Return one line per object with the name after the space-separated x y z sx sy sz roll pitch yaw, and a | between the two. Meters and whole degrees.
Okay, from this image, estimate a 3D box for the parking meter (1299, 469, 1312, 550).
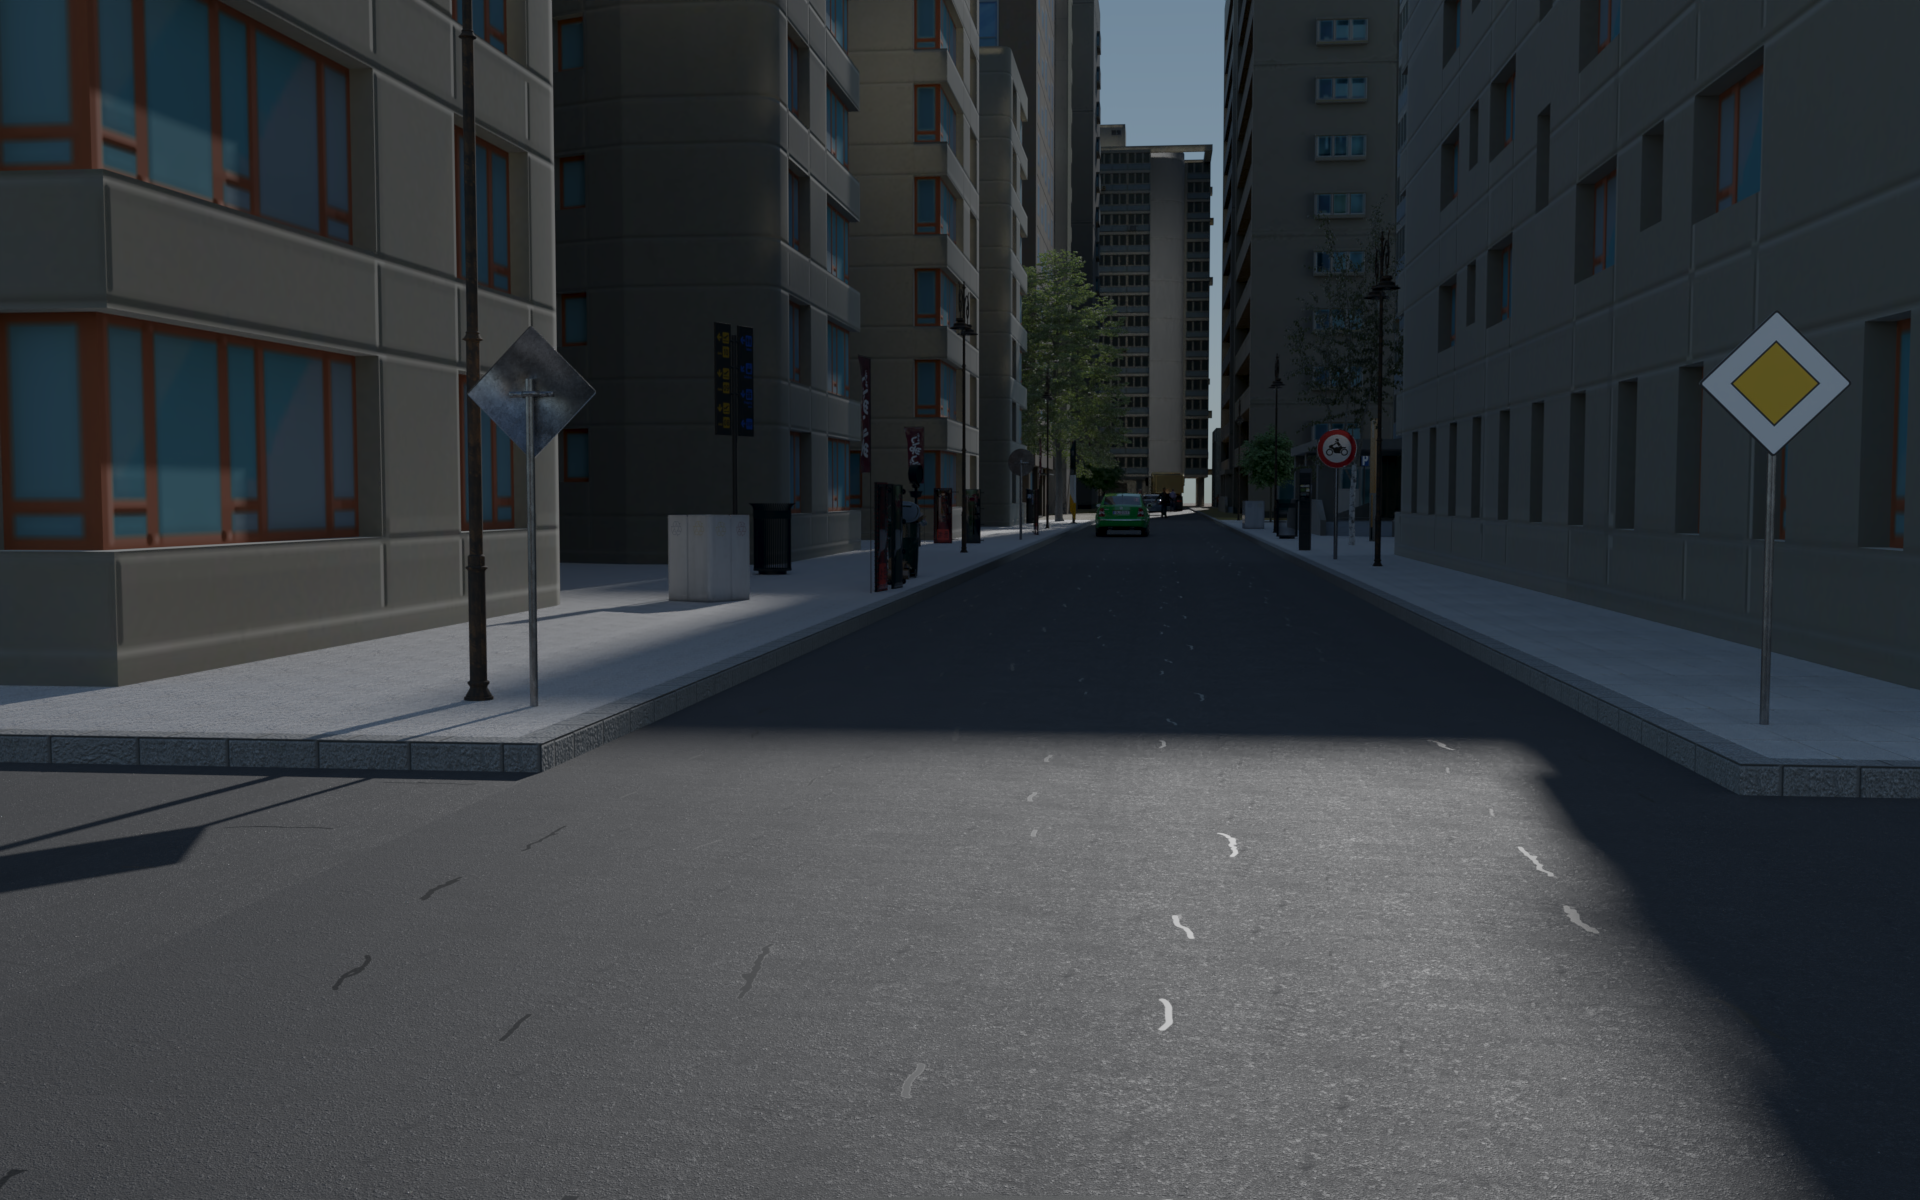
7.872 -2.065 39.479 0.255 1.863 0.399 1 4 16 | parking meter

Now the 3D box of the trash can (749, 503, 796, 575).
-2.998 -0.979 27.666 0.748 1.137 0.748 0 3 0 | trash can

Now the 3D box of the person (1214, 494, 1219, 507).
24.582 -9.362 164.834 1.065 1.426 0.557 -2 4 -29 | person

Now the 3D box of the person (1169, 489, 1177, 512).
16.988 -7.913 137.745 0.709 1.838 0.599 2 4 32 | person

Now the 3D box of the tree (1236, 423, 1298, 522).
14.098 -5.823 78.923 4.285 4.588 4.351 0 3 0 | tree

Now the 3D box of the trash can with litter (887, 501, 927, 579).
-0.836 -0.918 26.390 0.624 1.170 1.055 0 4 2 | trash can with litter

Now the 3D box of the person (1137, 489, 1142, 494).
10.819 -5.812 104.472 0.756 1.711 0.436 -2 4 -28 | person

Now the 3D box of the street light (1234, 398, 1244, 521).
13.507 -6.789 83.795 0.468 5.910 1.993 0 4 7 | street light

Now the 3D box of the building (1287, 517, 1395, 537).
27.861 -22.334 57.036 32.217 40.220 23.993 0 4 7 | building

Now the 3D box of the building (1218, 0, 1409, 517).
35.064 -26.379 123.176 32.217 40.220 23.993 0 4 7 | building

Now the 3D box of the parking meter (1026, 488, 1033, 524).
3.066 -4.106 75.547 0.372 1.533 0.369 0 3 0 | parking meter

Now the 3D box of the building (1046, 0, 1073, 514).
-0.480 -25.876 106.665 14.154 41.232 14.086 0 4 7 | building

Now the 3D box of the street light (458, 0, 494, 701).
-3.003 -2.315 10.630 0.468 5.910 1.993 0 4 7 | street light

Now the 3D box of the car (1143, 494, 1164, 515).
13.064 -6.456 117.561 2.014 1.417 4.499 0 4 8 | car

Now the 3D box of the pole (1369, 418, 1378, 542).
11.187 -3.239 46.797 0.158 3.312 0.155 0 3 0 | pole

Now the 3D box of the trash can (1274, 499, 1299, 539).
9.386 -2.326 49.681 0.748 1.137 0.748 0 3 0 | trash can

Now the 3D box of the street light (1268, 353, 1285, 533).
10.405 -5.151 57.003 0.468 5.910 1.993 0 4 7 | street light

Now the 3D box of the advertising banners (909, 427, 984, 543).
-0.412 -2.981 44.922 2.074 3.025 0.090 0 4 1 | advertising banners

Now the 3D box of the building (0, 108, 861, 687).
-17.680 -11.114 26.761 27.650 21.520 28.899 0 4 7 | building

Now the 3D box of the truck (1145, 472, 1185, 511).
17.783 -9.370 149.130 3.469 3.379 9.791 0 4 5 | truck

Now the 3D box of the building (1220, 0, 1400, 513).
33.258 -31.947 146.033 21.300 48.544 21.600 0 4 7 | building

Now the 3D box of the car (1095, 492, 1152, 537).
5.632 -3.110 59.648 1.959 1.807 4.718 0 4 7 | car

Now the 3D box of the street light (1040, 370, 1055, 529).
3.256 -5.598 64.309 0.468 5.910 1.993 0 4 7 | street light

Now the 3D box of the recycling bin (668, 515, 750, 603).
-3.028 -0.510 20.895 0.722 1.027 0.722 3 4 36 | recycling bin

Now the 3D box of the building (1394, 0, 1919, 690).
21.981 -10.744 20.702 28.899 21.520 27.650 0 4 7 | building

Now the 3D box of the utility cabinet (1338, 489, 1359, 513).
16.223 -3.937 73.057 1.173 1.500 0.318 -1 4 -15 | utility cabinet

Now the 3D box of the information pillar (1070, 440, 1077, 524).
4.921 -5.138 75.363 0.183 3.616 0.504 -1 4 -19 | information pillar

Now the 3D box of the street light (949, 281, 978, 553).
0.086 -3.974 37.762 0.468 5.910 1.993 0 4 7 | street light

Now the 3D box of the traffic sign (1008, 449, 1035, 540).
1.705 -2.963 48.543 0.768 2.556 0.104 1 4 16 | traffic sign

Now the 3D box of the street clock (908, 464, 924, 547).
-1.076 -2.303 42.224 0.358 2.002 0.471 1 4 21 | street clock

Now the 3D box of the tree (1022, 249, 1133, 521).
4.239 -9.969 81.115 7.486 12.596 7.792 0 3 0 | tree

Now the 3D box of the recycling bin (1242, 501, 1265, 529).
10.838 -3.145 63.983 0.722 1.027 0.722 0 4 1 | recycling bin

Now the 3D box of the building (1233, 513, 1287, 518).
27.282 -29.170 100.635 21.300 48.544 21.600 0 4 7 | building

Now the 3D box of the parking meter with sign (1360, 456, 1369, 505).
17.785 -4.710 73.267 0.543 3.016 1.738 -3 5 -42 | parking meter with sign

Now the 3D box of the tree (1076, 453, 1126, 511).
11.192 -9.192 134.010 4.285 4.588 4.351 0 3 0 | tree

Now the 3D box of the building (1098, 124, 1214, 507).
14.779 -30.143 184.722 23.993 40.220 32.217 0 4 7 | building

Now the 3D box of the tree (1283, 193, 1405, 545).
9.883 -5.689 43.376 4.360 8.622 3.978 0 3 0 | tree

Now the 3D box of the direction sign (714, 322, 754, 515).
-3.022 -1.911 23.243 0.379 3.537 0.876 2 4 27 | direction sign

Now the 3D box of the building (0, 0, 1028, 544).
-12.437 -13.345 63.231 27.650 21.520 28.899 0 4 7 | building

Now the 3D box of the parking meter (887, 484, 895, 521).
-1.712 -2.062 42.128 0.372 1.533 0.369 0 3 0 | parking meter

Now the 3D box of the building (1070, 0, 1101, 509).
1.166 -32.190 150.002 21.600 48.544 21.300 0 4 7 | building

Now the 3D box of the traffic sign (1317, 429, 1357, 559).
7.379 -2.071 33.967 0.768 2.556 0.104 1 4 8 | traffic sign

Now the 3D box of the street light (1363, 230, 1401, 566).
7.420 -3.536 30.604 0.468 5.910 1.993 0 4 7 | street light

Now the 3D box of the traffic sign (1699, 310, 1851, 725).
4.474 -0.363 9.579 0.795 2.450 0.064 0 4 7 | traffic sign

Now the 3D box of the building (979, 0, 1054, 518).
-2.303 -27.060 92.541 14.600 45.320 14.200 0 4 7 | building

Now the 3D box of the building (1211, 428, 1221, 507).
41.499 -52.742 174.999 31.000 86.520 22.319 0 4 7 | building

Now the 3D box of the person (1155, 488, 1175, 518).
12.297 -5.852 104.209 1.348 1.821 0.705 -1 4 -20 | person

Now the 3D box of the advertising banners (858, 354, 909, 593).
-1.030 -1.627 22.787 0.090 3.025 2.074 1 4 14 | advertising banners

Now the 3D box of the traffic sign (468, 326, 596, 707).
-2.571 -0.414 10.408 0.795 2.450 0.064 0 4 7 | traffic sign

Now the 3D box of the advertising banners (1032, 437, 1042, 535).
2.422 -3.558 54.362 0.090 3.025 2.074 0 4 -3 | advertising banners
